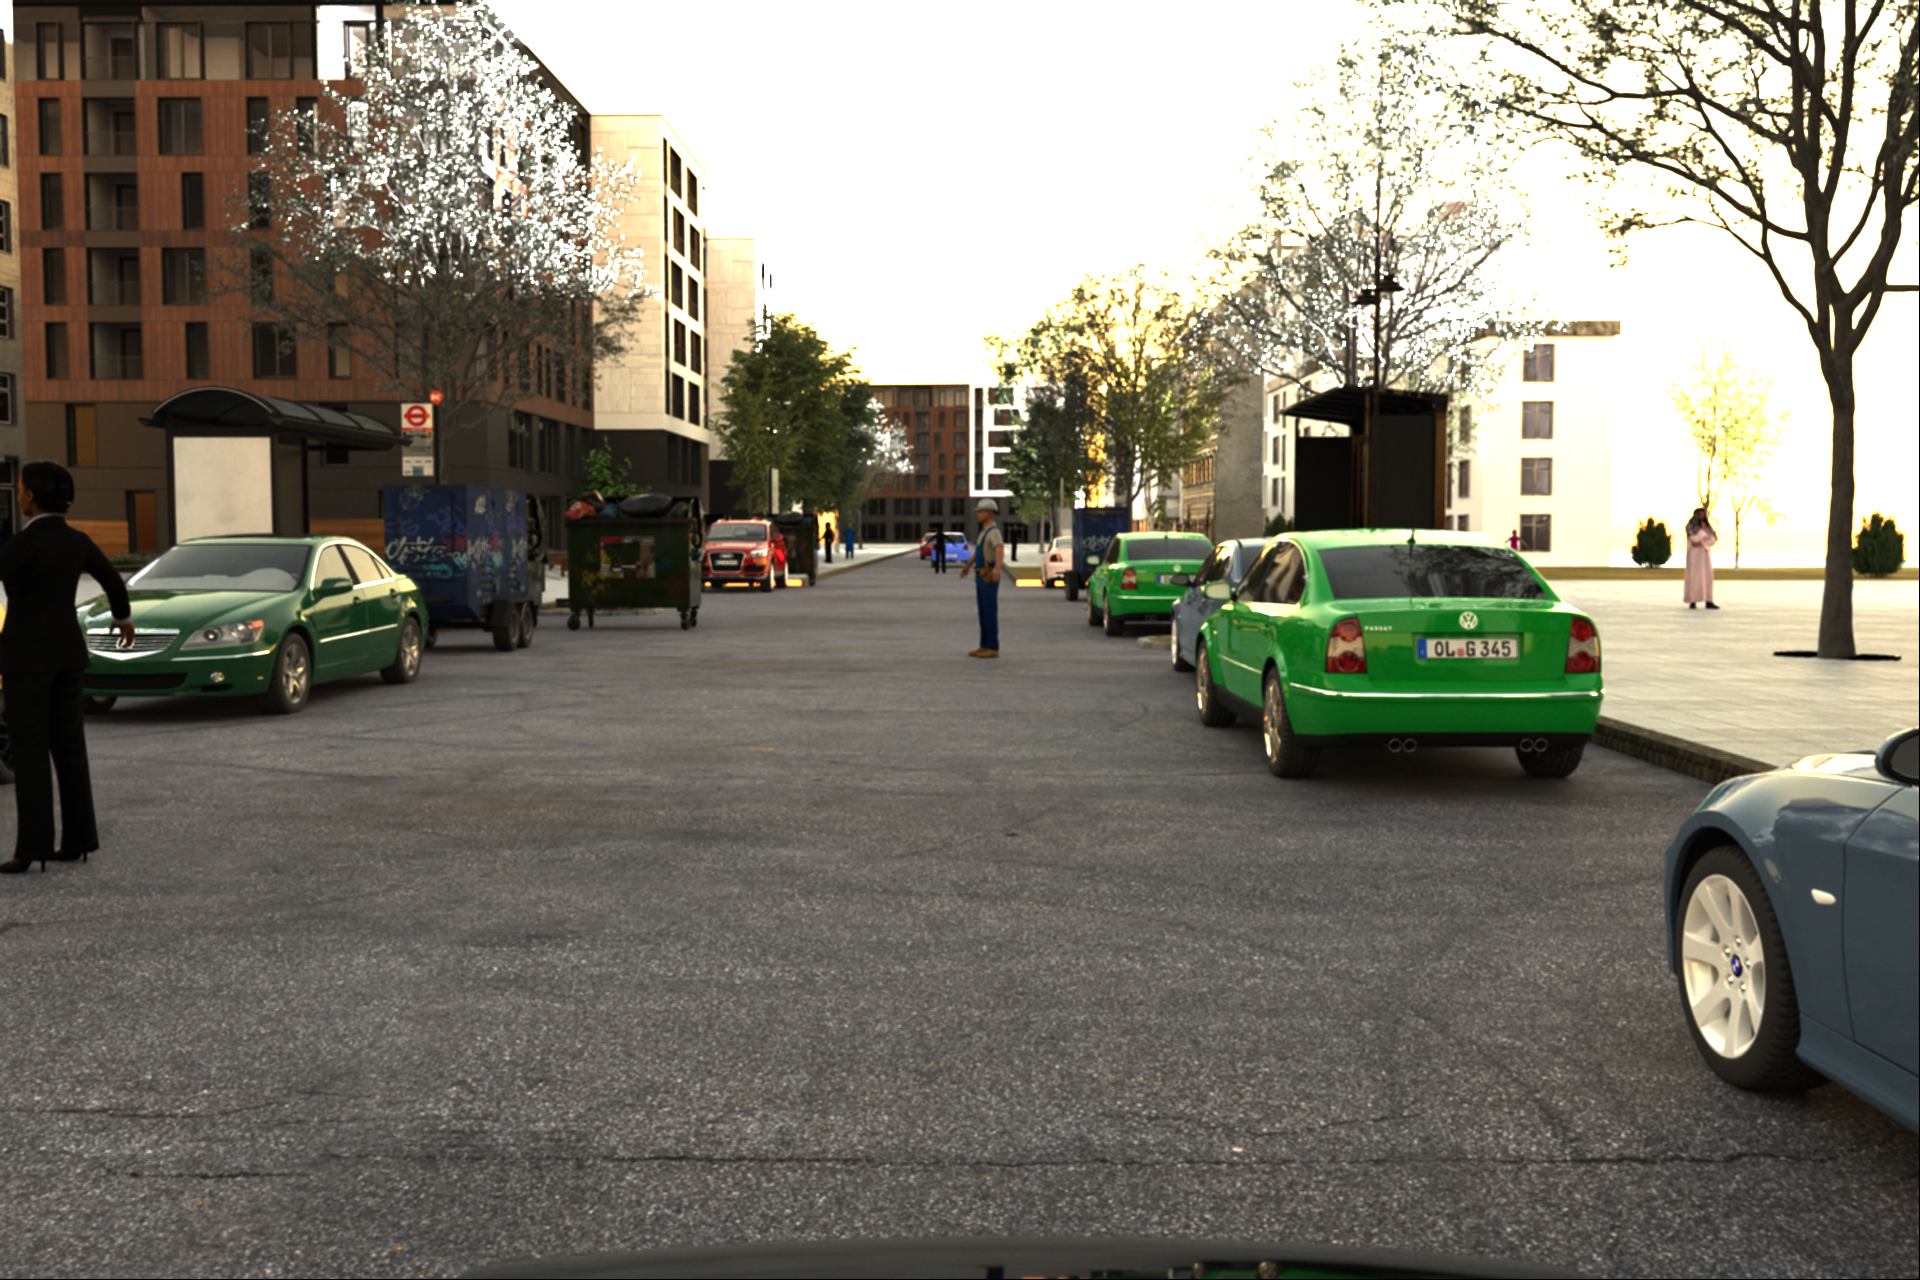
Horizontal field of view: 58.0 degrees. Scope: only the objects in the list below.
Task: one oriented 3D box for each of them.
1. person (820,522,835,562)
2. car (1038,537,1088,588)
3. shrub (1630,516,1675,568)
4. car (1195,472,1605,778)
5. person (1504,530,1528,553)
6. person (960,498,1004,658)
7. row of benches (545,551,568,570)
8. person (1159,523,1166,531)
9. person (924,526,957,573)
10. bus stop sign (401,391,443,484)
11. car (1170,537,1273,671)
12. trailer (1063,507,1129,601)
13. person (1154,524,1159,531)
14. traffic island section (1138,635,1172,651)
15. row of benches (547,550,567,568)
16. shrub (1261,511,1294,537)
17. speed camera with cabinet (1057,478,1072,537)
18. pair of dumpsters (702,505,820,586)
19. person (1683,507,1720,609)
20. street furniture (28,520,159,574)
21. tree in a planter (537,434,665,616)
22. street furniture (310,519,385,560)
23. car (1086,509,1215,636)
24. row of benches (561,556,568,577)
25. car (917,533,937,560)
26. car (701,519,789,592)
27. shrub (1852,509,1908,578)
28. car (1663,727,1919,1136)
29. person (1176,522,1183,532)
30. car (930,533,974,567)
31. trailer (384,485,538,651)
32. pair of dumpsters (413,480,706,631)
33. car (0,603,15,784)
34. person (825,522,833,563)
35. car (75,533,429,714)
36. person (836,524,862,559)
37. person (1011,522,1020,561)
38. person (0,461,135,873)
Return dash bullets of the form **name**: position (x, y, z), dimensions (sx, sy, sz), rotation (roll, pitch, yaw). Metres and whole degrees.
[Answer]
- **person**: position (-6.077, -4.513, 79.549), dimensions (0.705, 1.858, 1.354), rotation (-2, 4, -34)
- **car**: position (3.185, -2.138, 47.325), dimensions (2.083, 1.381, 4.827), rotation (0, 4, 0)
- **shrub**: position (25.942, -3.702, 64.942), dimensions (1.690, 2.028, 1.600), rotation (0, 3, 0)
- **car**: position (2.697, -0.168, 11.544), dimensions (1.959, 1.807, 4.718), rotation (0, 4, -1)
- **person**: position (18.692, -3.011, 58.489), dimensions (0.991, 1.433, 0.599), rotation (0, 4, 1)
- **person**: position (0.293, -0.726, 20.187), dimensions (0.705, 1.847, 1.347), rotation (-1, 4, -16)
- **row of benches**: position (-14.384, -2.841, 61.919), dimensions (4.104, 0.672, 1.422), rotation (1, 4, 12)
- **person**: position (8.621, -4.166, 74.577), dimensions (0.721, 1.772, 1.216), rotation (-2, 4, -24)
- **person**: position (-0.708, -3.298, 63.100), dimensions (1.216, 1.740, 0.721), rotation (0, 4, 3)
- **bus stop sign**: position (-9.957, -2.667, 32.305), dimensions (0.855, 3.939, 0.416), rotation (0, 4, 0)
- **car**: position (3.073, -0.281, 16.596), dimensions (2.014, 1.417, 4.499), rotation (0, 4, 1)
- **trailer**: position (3.010, -1.904, 38.171), dimensions (1.471, 1.999, 3.904), rotation (0, 4, -1)
- **person**: position (9.886, -4.983, 87.658), dimensions (0.705, 1.806, 1.347), rotation (-1, 4, -11)
- **traffic island section**: position (3.293, 0.046, 22.112), dimensions (1.991, 0.108, 1.994), rotation (0, 4, 1)
- **row of benches**: position (-14.529, -3.056, 65.423), dimensions (4.104, 0.672, 1.422), rotation (2, 4, 28)
- **shrub**: position (10.405, -3.162, 56.120), dimensions (1.690, 2.028, 1.600), rotation (0, 3, 0)
- **speed camera with cabinet**: position (3.776, -4.050, 60.549), dimensions (0.660, 3.252, 2.038), rotation (0, 4, 1)
- **pair of dumpsters**: position (-6.111, -2.625, 47.871), dimensions (4.436, 2.255, 1.574), rotation (0, 4, 0)
- **person**: position (12.709, -1.410, 29.771), dimensions (0.551, 1.740, 0.621), rotation (-1, 4, -21)
- **street furniture**: position (-29.915, -3.158, 58.490), dimensions (9.812, 1.723, 11.010), rotation (1, 4, 18)
- **tree in a planter**: position (-6.405, -2.076, 31.168), dimensions (1.991, 3.239, 1.994), rotation (0, 4, 1)
- **street furniture**: position (-18.494, -2.756, 51.915), dimensions (9.812, 1.723, 11.010), rotation (1, 4, 11)
- **car**: position (2.906, -1.033, 25.692), dimensions (1.959, 1.807, 4.718), rotation (0, 4, -1)
- **row of benches**: position (-11.146, -2.340, 53.730), dimensions (1.422, 0.672, 4.104), rotation (1, 4, 17)
- **car**: position (-1.352, -5.491, 98.826), dimensions (2.155, 1.783, 4.494), rotation (0, 3, 0)
- **car**: position (-5.612, -2.186, 44.417), dimensions (2.281, 1.827, 5.304), rotation (0, 4, 1)
- **shrub**: position (26.989, -2.845, 50.936), dimensions (1.690, 2.028, 1.600), rotation (0, 3, 0)
- **car**: position (2.864, 0.549, 3.021), dimensions (2.014, 1.417, 4.499), rotation (0, 4, -1)
- **person**: position (10.105, -4.531, 80.053), dimensions (0.705, 1.833, 1.349), rotation (1, 4, 19)
- **car**: position (-0.378, -4.054, 75.874), dimensions (1.945, 1.707, 3.694), rotation (0, 4, 1)
- **trailer**: position (-6.164, -0.839, 20.765), dimensions (1.471, 1.999, 3.904), rotation (0, 4, 1)
- **pair of dumpsters**: position (-6.123, -1.296, 26.146), dimensions (4.436, 2.255, 1.574), rotation (0, 4, 0)
- **car**: position (-6.261, 0.100, 8.585), dimensions (2.015, 1.641, 3.980), rotation (0, 3, 0)
- **person**: position (-5.796, -4.320, 76.826), dimensions (0.705, 1.806, 1.347), rotation (0, 4, 1)
- **car**: position (-6.187, -0.213, 15.284), dimensions (2.131, 1.459, 4.920), rotation (0, 4, 1)
- **person**: position (-5.600, -4.992, 87.746), dimensions (1.347, 1.817, 0.704), rotation (0, 4, 4)
- **person**: position (2.609, -4.679, 82.440), dimensions (0.705, 1.837, 1.347), rotation (-1, 4, -12)
- **person**: position (-3.990, 0.106, 7.441), dimensions (0.721, 1.740, 1.216), rotation (1, 4, 16)
